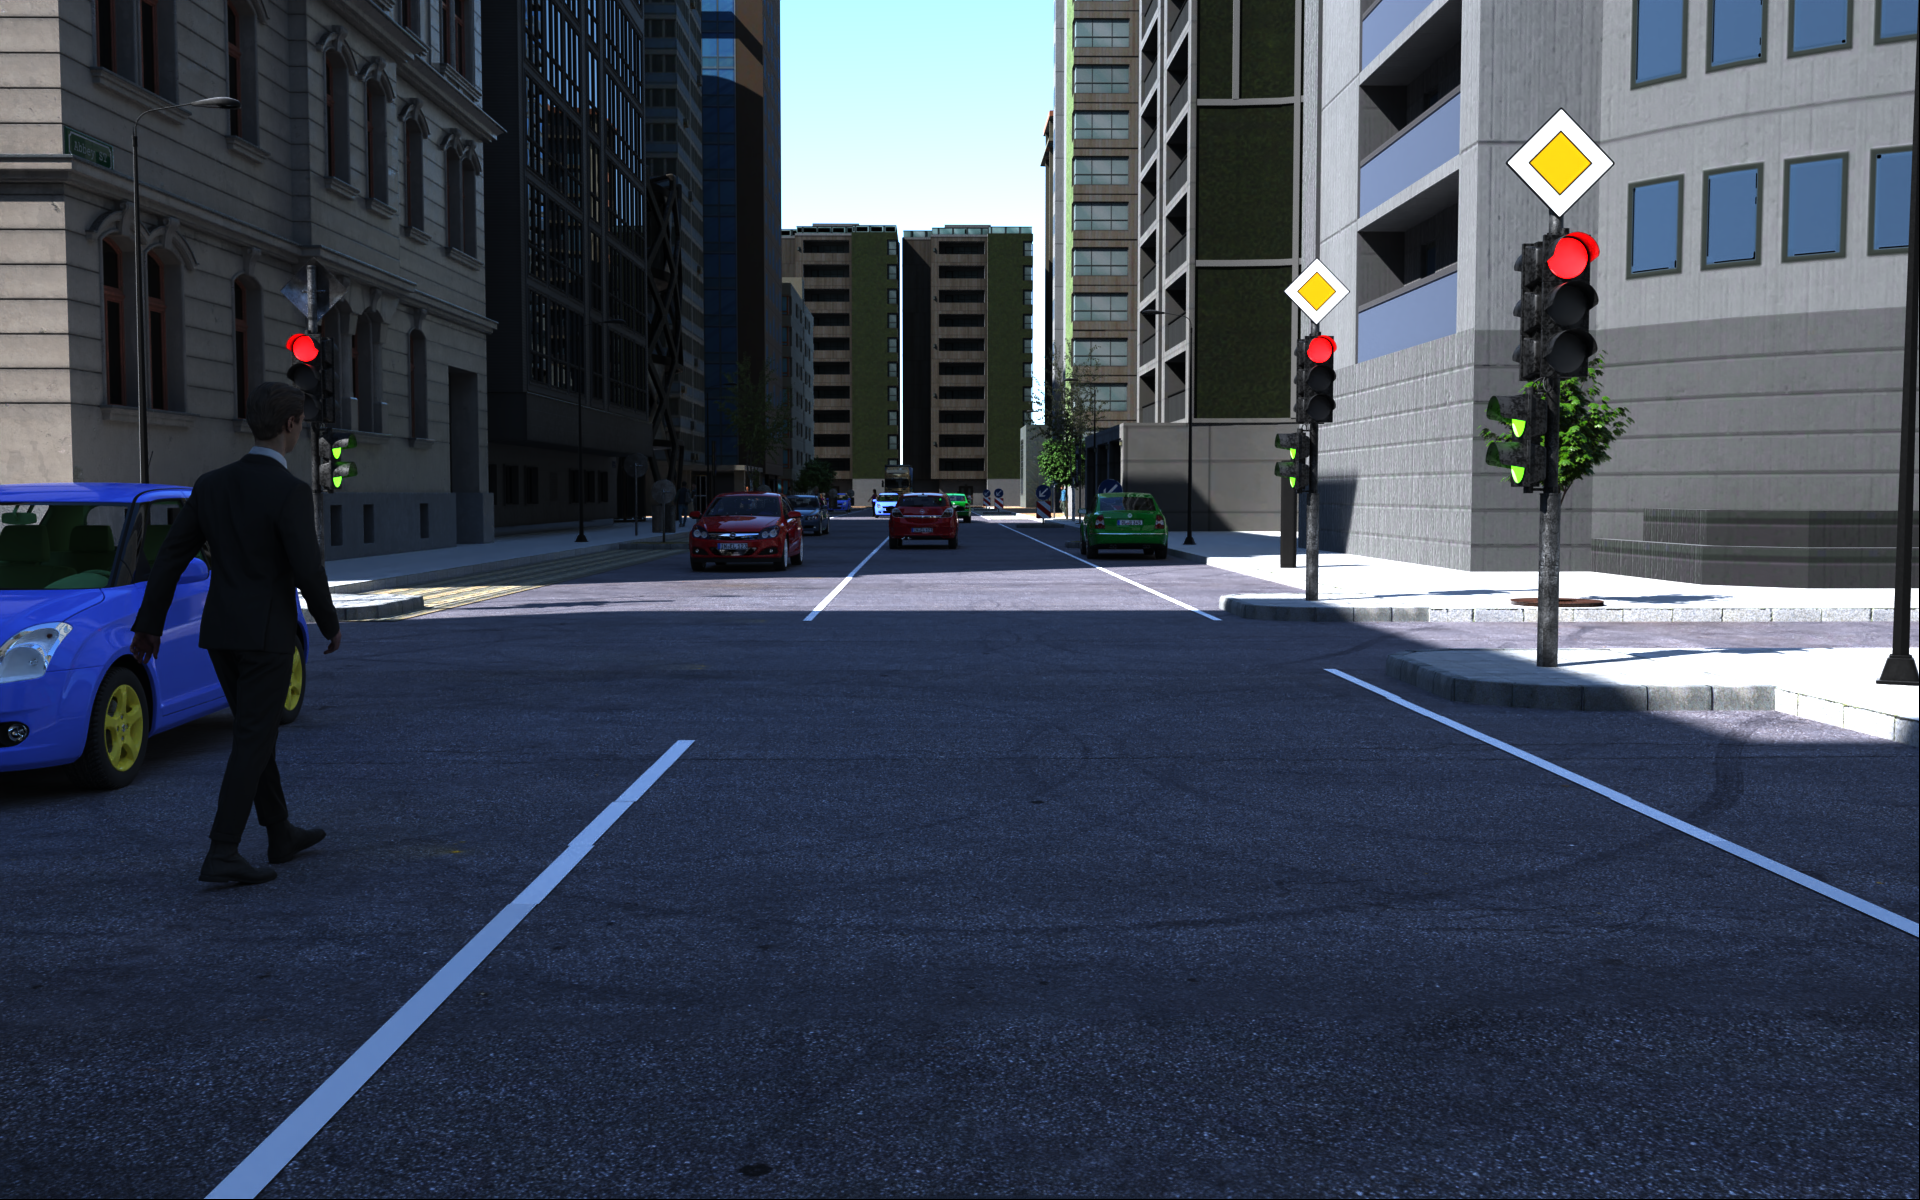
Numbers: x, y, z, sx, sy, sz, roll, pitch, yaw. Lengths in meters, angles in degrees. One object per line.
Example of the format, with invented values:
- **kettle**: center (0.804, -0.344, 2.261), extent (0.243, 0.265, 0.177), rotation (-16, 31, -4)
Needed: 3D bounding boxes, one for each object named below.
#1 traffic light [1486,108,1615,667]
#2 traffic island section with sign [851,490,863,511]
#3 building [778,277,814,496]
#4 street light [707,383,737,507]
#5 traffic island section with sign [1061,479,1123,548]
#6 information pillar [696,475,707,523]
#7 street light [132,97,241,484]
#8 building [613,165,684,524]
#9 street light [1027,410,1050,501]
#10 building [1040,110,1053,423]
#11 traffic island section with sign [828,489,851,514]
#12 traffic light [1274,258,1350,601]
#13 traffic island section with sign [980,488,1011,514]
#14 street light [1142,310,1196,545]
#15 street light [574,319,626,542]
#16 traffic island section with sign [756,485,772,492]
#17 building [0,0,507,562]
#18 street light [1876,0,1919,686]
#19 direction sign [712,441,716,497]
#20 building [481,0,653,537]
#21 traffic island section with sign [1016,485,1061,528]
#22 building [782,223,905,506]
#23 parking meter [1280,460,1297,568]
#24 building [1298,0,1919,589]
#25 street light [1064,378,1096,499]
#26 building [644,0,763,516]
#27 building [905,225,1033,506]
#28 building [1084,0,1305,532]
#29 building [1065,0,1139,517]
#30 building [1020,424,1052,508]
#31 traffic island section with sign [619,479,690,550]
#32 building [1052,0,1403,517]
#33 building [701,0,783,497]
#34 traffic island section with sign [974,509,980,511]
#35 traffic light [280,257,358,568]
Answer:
- **traffic light**: center (4.353, -1.459, 12.783), extent (0.839, 4.253, 0.868), rotation (0, 4, -1)
- **traffic island section with sign**: center (-9.469, -8.721, 151.222), extent (1.989, 1.847, 2.006), rotation (0, 4, -1)
- **building**: center (-28.505, -18.989, 155.514), extent (28.899, 21.520, 27.650), rotation (0, 4, -1)
- **street light**: center (-9.970, -6.097, 72.235), extent (1.470, 5.913, 1.316), rotation (0, 4, -1)
- **traffic island section with sign**: center (3.849, -2.315, 46.485), extent (1.989, 1.847, 2.006), rotation (0, 4, -1)
- **information pillar**: center (-10.140, -3.878, 67.904), extent (0.304, 2.012, 0.304), rotation (-3, 5, -42)
- **street light**: center (-9.117, -2.929, 20.427), extent (1.470, 5.913, 1.316), rotation (0, 4, -1)
- **building**: center (-21.390, -12.950, 79.191), extent (16.820, 18.784, 16.811), rotation (0, 4, -1)
- **street light**: center (4.386, -7.547, 95.926), extent (1.470, 5.913, 1.316), rotation (0, 4, -1)
- **building**: center (22.092, -32.877, 192.164), extent (28.867, 44.769, 22.147), rotation (0, 4, -1)
- **traffic island section with sign**: center (-9.030, -7.059, 124.036), extent (1.989, 1.847, 2.006), rotation (0, 4, -1)
- **traffic light**: center (4.224, -1.948, 20.767), extent (0.839, 4.253, 0.868), rotation (0, 4, -1)
- **traffic island section with sign**: center (2.615, -6.984, 122.809), extent (1.989, 1.847, 2.006), rotation (0, 4, -1)
- **street light**: center (5.290, -4.360, 43.820), extent (1.470, 5.913, 1.316), rotation (0, 4, -1)
- **street light**: center (-9.577, -4.501, 46.125), extent (1.470, 5.913, 1.316), rotation (0, 4, -1)
- **traffic island section with sign**: center (-8.180, -3.909, 72.535), extent (1.989, 1.847, 2.006), rotation (0, 4, -1)
- **building**: center (-18.301, -15.057, 33.575), extent (14.401, 28.519, 23.554), rotation (0, 4, -1)
- **street light**: center (5.835, -2.387, 11.568), extent (1.470, 5.913, 1.316), rotation (0, 4, -1)
- **direction sign**: center (-10.471, -5.004, 73.817), extent (0.379, 3.537, 0.876), rotation (0, 4, 2)
- **building**: center (-19.372, -16.201, 58.388), extent (14.314, 27.812, 24.014), rotation (0, 4, -1)
- **traffic island section with sign**: center (3.407, -3.994, 73.924), extent (1.989, 1.847, 2.006), rotation (0, 4, -1)
- **building**: center (-13.485, -25.442, 187.679), extent (14.107, 30.474, 14.160), rotation (0, 4, -1)
- **parking meter**: center (5.733, -1.497, 30.193), extent (0.255, 1.863, 0.399), rotation (1, 4, 15)
- **building**: center (22.350, -29.940, 31.516), extent (28.212, 58.520, 21.231), rotation (0, 4, -1)
- **street light**: center (4.862, -5.931, 69.519), extent (1.470, 5.913, 1.316), rotation (0, 4, -1)
- **building**: center (-28.986, -25.393, 107.053), extent (32.217, 40.220, 23.993), rotation (0, 4, -1)
- **building**: center (0.667, -25.498, 188.587), extent (14.107, 30.474, 14.160), rotation (0, 4, -1)
- **building**: center (15.726, -38.154, 62.077), extent (20.563, 71.187, 20.611), rotation (0, 4, -1)
- **building**: center (13.240, -25.692, 103.654), extent (14.154, 41.232, 14.086), rotation (0, 4, -1)
- **building**: center (17.354, -51.397, 153.017), extent (22.319, 86.520, 31.000), rotation (0, 4, -1)
- **traffic island section with sign**: center (-7.758, -2.243, 45.299), extent (1.989, 1.847, 2.006), rotation (0, 4, -1)
- **building**: center (17.196, -35.615, 124.302), extent (21.231, 58.520, 28.212), rotation (0, 4, -1)
- **building**: center (-20.562, -29.134, 126.443), extent (14.600, 45.320, 14.200), rotation (0, 4, -1)
- **traffic island section with sign**: center (2.185, -8.636, 149.818), extent (1.989, 1.847, 2.006), rotation (0, 4, -1)
- **traffic light**: center (-7.636, -1.935, 20.560), extent (0.839, 4.253, 0.868), rotation (0, 4, -1)
